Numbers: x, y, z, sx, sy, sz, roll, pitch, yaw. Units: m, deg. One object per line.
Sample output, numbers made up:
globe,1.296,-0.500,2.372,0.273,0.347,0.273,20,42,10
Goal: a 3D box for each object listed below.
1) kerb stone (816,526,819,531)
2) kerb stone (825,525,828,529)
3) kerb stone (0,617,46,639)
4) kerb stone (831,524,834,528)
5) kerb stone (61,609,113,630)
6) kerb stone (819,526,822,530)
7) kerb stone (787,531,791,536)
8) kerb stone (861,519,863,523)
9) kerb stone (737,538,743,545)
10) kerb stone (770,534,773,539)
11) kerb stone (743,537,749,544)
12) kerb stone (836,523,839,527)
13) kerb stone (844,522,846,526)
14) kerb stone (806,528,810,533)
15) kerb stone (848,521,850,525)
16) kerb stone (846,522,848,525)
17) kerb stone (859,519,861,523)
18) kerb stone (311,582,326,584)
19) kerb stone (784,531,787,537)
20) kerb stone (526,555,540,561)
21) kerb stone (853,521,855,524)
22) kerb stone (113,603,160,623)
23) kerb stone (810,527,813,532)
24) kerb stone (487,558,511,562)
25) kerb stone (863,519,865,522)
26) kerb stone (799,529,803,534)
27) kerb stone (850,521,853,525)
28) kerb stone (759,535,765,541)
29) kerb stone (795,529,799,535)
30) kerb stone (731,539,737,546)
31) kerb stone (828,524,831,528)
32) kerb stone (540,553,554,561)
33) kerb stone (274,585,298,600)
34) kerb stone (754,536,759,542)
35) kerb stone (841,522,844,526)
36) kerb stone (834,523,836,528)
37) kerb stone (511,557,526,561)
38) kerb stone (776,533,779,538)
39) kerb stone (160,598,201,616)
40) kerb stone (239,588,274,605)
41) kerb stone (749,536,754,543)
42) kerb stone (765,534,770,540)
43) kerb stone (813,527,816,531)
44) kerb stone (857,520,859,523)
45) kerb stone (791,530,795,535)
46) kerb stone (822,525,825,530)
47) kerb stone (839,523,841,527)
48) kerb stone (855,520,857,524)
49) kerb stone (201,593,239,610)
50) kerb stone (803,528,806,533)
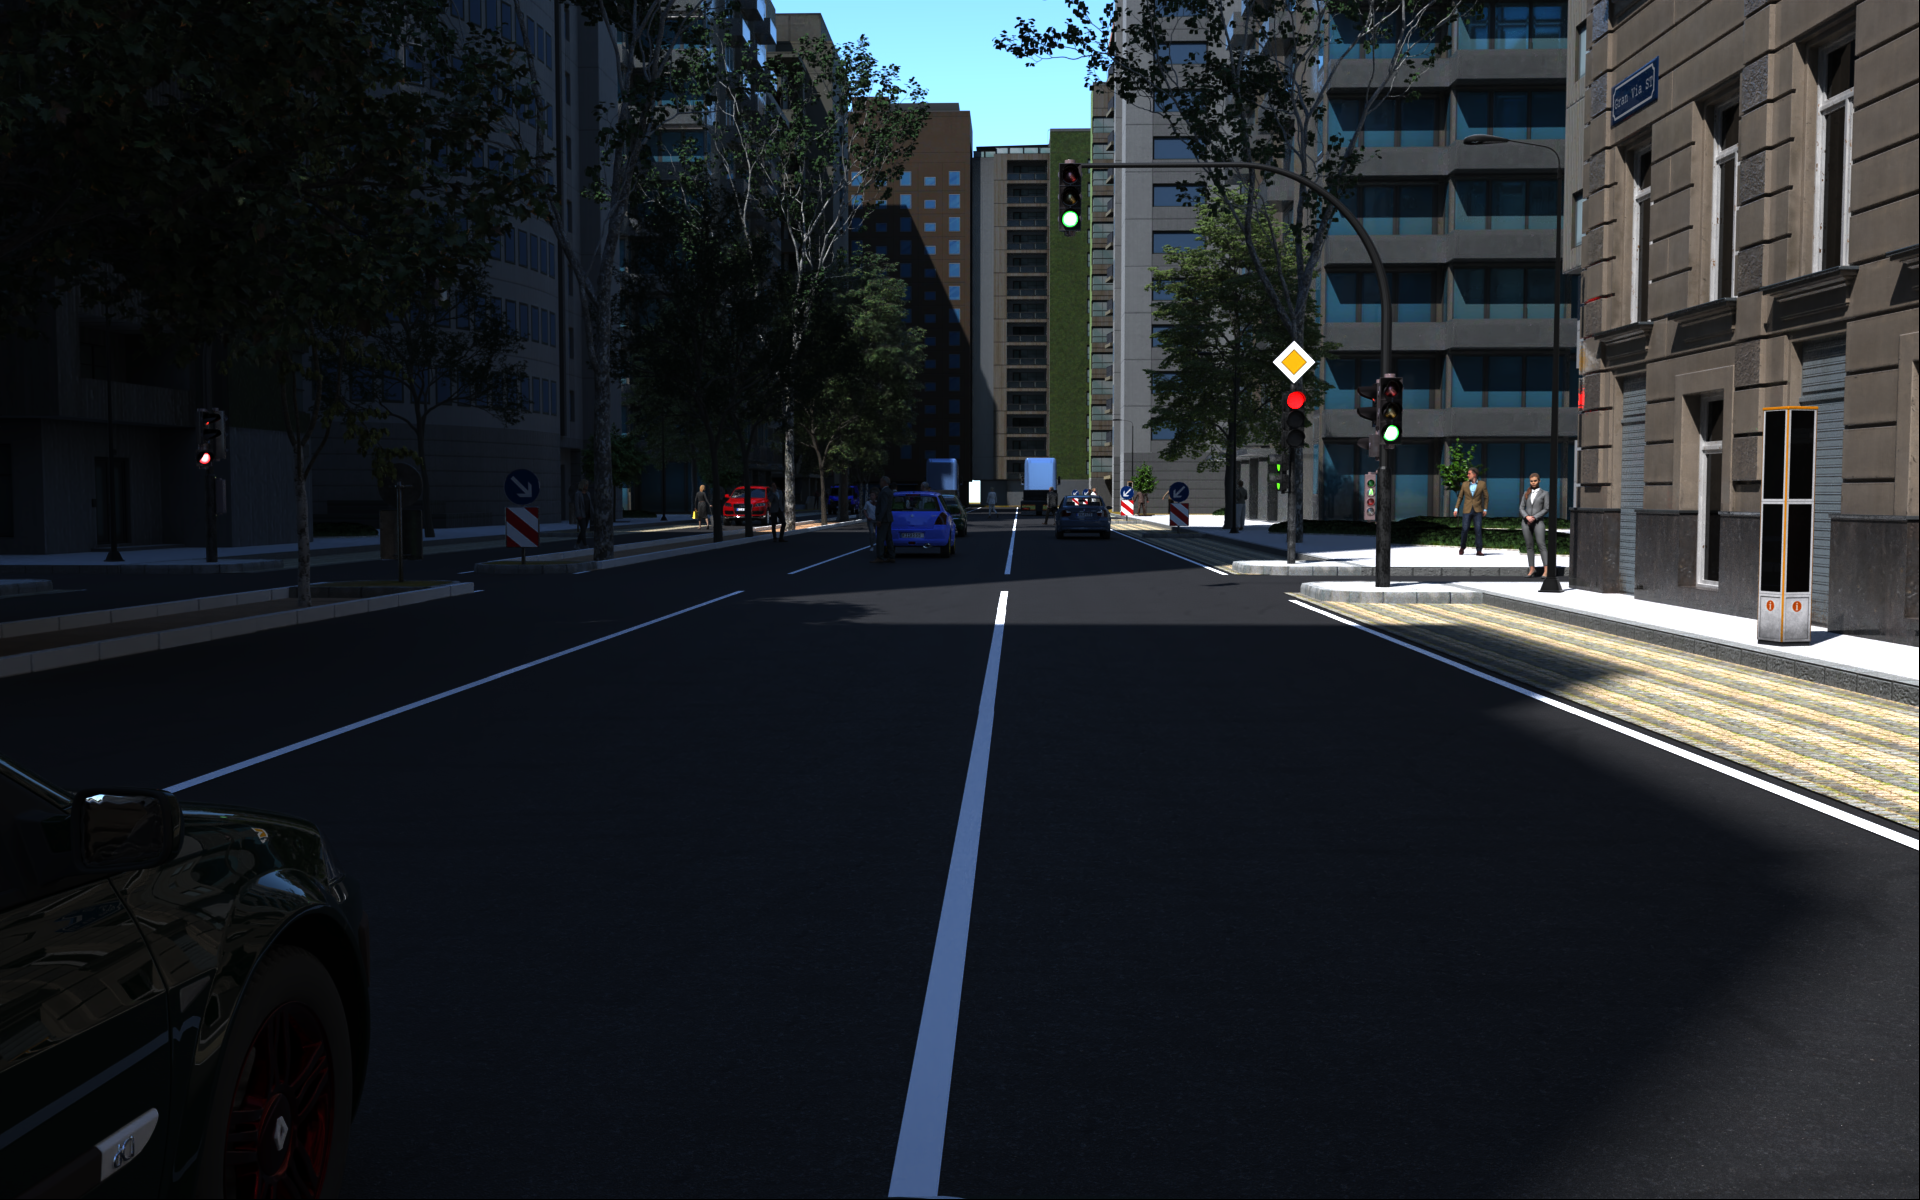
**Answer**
kerb stone,-5.671,-2.751,67.172,0.120,0.150,1.000,0,4,2
kerb stone,-5.568,-2.934,70.237,0.120,0.150,1.000,0,4,2
kerb stone,-9.487,0.282,17.582,0.120,0.150,1.000,0,4,2
kerb stone,-5.498,-3.063,72.283,0.120,0.150,1.000,0,4,2
kerb stone,-9.448,0.220,18.603,0.120,0.150,1.000,0,4,2
kerb stone,-5.632,-2.813,68.194,0.120,0.150,1.000,0,4,2
kerb stone,-5.955,-2.250,58.978,0.120,0.150,1.000,0,4,2
kerb stone,-5.042,-3.878,85.596,0.120,0.150,1.000,0,4,2
kerb stone,-6.308,-1.621,48.749,0.120,0.150,1.000,0,4,2
kerb stone,-6.095,-1.998,54.880,0.120,0.150,1.000,0,4,2
kerb stone,-6.273,-1.683,49.770,0.120,0.150,1.000,0,4,2
kerb stone,-5.415,-3.189,74.337,0.120,0.150,1.000,0,4,2
kerb stone,-5.316,-3.376,77.406,0.120,0.150,1.000,0,4,2
kerb stone,-5.783,-2.559,64.101,0.120,0.150,1.000,0,4,2
kerb stone,-5.248,-3.502,79.452,0.120,0.150,1.000,0,4,2
kerb stone,-5.281,-3.439,78.430,0.120,0.150,1.000,0,4,2
kerb stone,-5.071,-3.807,84.574,0.120,0.150,1.000,0,4,2
kerb stone,-9.245,-0.156,24.753,0.120,0.150,1.000,0,4,2
kerb stone,-5.993,-2.186,57.951,0.120,0.150,1.000,0,4,2
kerb stone,-8.868,-0.815,35.523,0.120,0.150,1.000,0,4,2
kerb stone,-5.174,-3.627,81.502,0.120,0.150,1.000,0,4,2
kerb stone,-9.407,0.160,19.624,0.120,0.150,1.000,0,4,2
kerb stone,-5.740,-2.619,65.125,0.120,0.150,1.000,0,4,2
kerb stone,-8.930,-0.689,33.477,0.120,0.150,1.000,0,4,2
kerb stone,-5.004,-3.940,86.617,0.120,0.150,1.000,0,4,2
kerb stone,-5.852,-2.438,62.053,0.120,0.150,1.000,0,4,2
kerb stone,-5.214,-3.563,80.481,0.120,0.150,1.000,0,4,2
kerb stone,-6.172,-1.874,52.836,0.120,0.150,1.000,0,4,2
kerb stone,-5.879,-2.375,61.031,0.120,0.150,1.000,0,4,2
kerb stone,-6.347,-1.562,47.727,0.120,0.150,1.000,0,4,2
kerb stone,-5.535,-3.001,71.259,0.120,0.150,1.000,0,4,2
kerb stone,-8.821,-0.877,36.544,0.120,0.150,1.000,0,4,2
kerb stone,-9.264,-0.094,23.728,0.120,0.150,1.000,0,4,2
kerb stone,-6.209,-1.804,51.815,0.120,0.150,1.000,0,4,2
kerb stone,-5.351,-3.314,76.384,0.120,0.150,1.000,0,4,2
kerb stone,-5.457,-3.127,73.315,0.120,0.150,1.000,0,4,2
kerb stone,-8.901,-0.753,34.501,0.120,0.150,1.000,0,4,2
kerb stone,-6.062,-2.062,55.905,0.120,0.150,1.000,0,4,2
kerb stone,-9.382,0.098,20.656,0.120,0.150,1.000,0,4,2
kerb stone,-9.308,-0.031,22.707,0.120,0.150,1.000,0,4,2
kerb stone,-6.243,-1.749,50.792,0.120,0.150,1.000,0,4,2
kerb stone,-6.128,-1.937,53.858,0.120,0.150,1.000,0,4,2
kerb stone,-5.705,-2.688,66.146,0.120,0.150,1.000,0,4,2
kerb stone,-5.113,-3.751,83.546,0.120,0.150,1.000,0,4,2
kerb stone,-5.918,-2.312,60.000,0.120,0.150,1.000,0,4,2
kerb stone,-5.604,-2.876,69.216,0.120,0.150,1.000,0,4,2
kerb stone,-5.383,-3.252,75.362,0.120,0.150,1.000,0,4,2
kerb stone,-5.135,-3.689,82.524,0.120,0.150,1.000,0,4,2
kerb stone,-9.340,0.032,21.677,0.120,0.150,1.000,0,4,2
kerb stone,-5.813,-2.497,63.077,0.120,0.150,1.000,0,4,2
